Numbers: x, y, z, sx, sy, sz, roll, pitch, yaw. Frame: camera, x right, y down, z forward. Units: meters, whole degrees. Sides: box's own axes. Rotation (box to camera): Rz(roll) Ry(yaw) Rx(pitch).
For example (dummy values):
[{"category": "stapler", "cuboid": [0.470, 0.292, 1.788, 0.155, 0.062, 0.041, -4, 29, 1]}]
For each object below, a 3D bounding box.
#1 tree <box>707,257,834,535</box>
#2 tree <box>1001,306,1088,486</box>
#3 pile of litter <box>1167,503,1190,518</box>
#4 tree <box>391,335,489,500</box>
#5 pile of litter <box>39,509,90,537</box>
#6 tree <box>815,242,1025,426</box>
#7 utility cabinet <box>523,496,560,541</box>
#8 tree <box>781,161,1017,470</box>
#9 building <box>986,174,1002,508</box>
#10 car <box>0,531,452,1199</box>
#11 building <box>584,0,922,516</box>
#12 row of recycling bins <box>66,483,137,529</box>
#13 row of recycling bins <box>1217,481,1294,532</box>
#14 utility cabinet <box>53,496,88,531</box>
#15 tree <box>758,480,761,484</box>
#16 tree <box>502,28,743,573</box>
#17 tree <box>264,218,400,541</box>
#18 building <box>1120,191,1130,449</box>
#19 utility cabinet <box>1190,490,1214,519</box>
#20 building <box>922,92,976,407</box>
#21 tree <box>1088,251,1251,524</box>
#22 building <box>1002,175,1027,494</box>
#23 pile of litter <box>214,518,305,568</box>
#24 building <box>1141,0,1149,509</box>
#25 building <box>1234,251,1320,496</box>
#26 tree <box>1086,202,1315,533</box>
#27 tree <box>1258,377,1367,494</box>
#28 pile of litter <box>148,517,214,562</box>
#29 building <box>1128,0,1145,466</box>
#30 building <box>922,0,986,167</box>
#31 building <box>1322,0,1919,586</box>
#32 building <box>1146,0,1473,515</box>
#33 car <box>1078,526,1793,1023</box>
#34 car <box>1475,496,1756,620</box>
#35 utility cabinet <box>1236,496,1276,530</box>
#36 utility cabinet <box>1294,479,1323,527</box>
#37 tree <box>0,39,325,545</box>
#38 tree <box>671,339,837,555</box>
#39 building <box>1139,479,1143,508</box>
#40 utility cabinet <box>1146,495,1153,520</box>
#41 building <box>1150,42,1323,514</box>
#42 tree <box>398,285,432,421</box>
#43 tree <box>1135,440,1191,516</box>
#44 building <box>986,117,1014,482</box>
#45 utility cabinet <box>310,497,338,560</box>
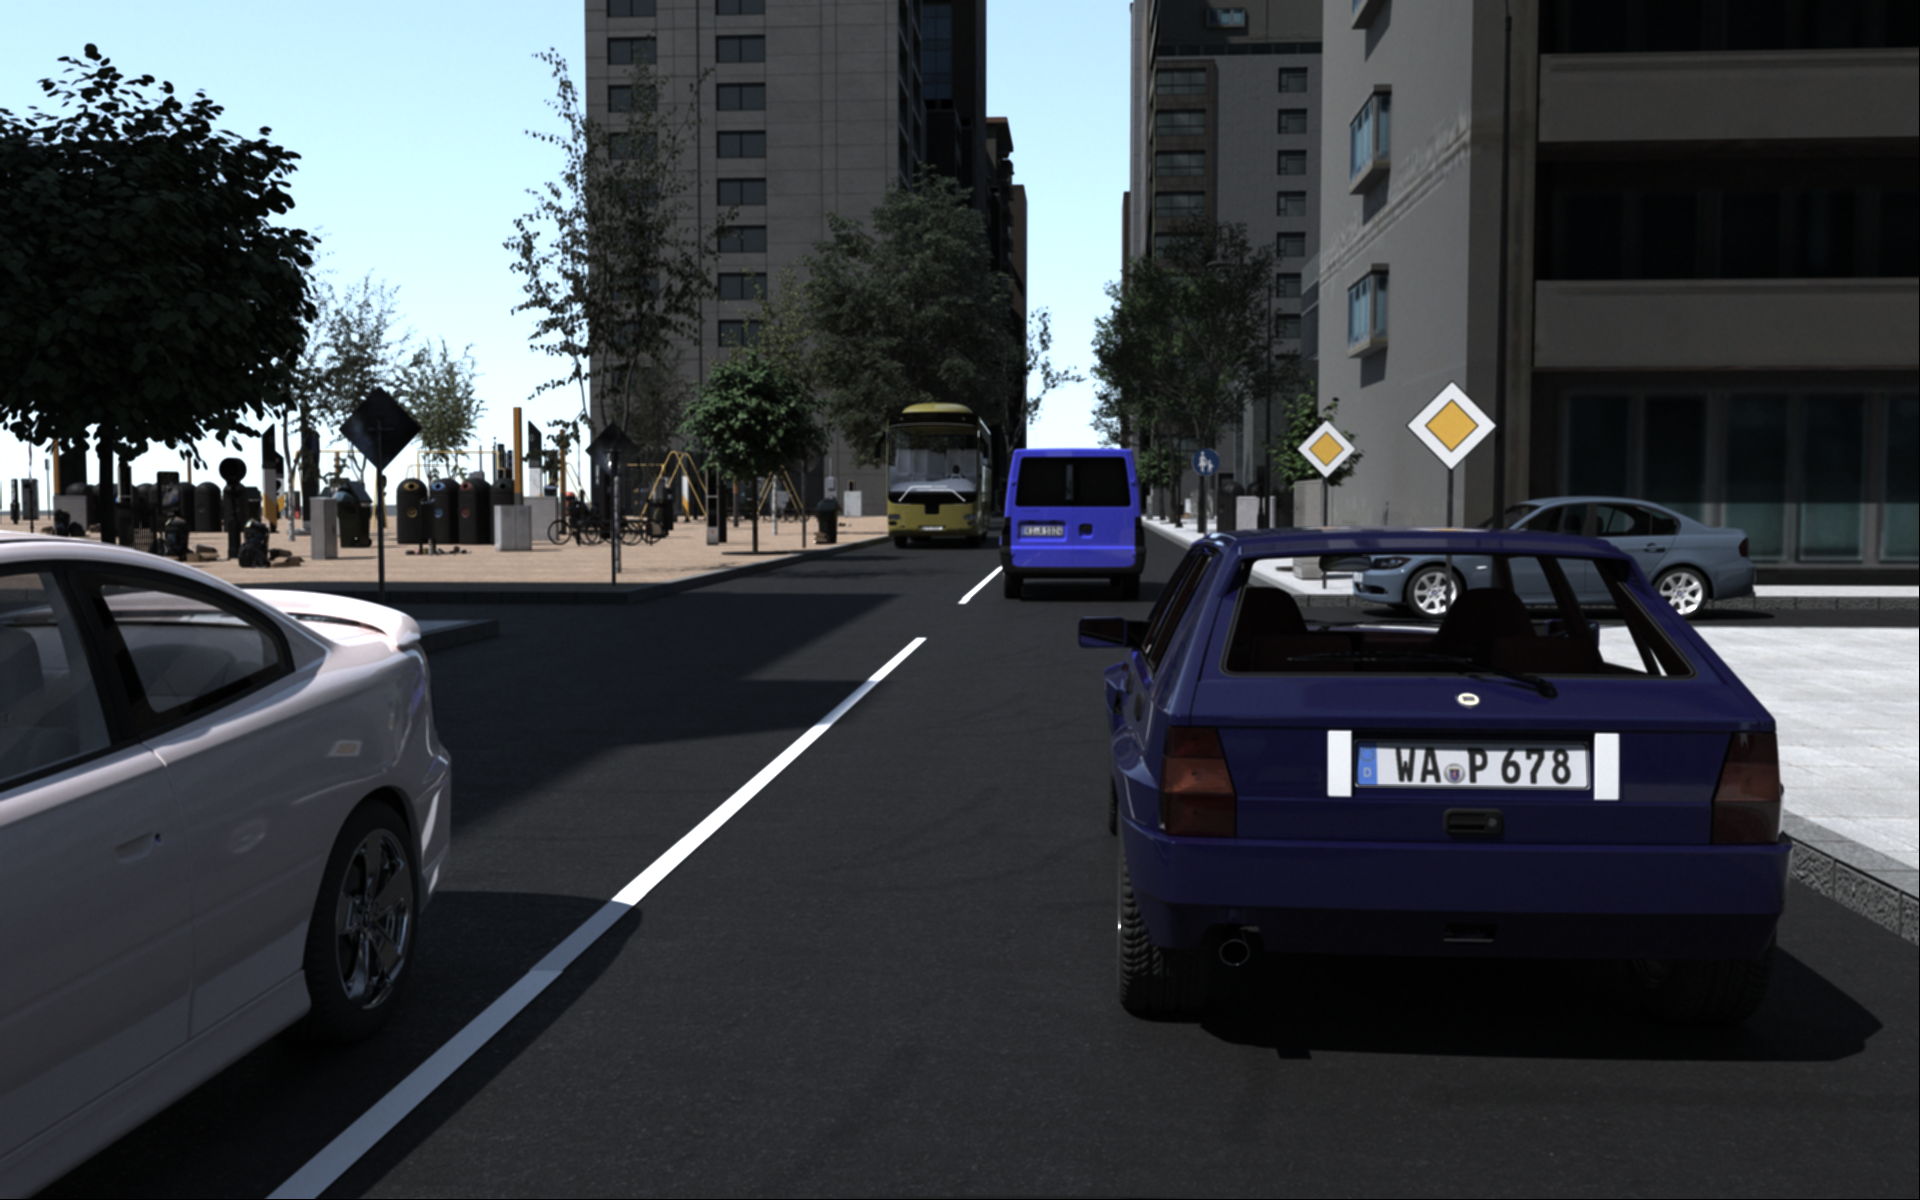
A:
[{"category": "tree", "cuboid": [-5.864, -6.353, 54.230, 4.737, 8.622, 4.395, 0, 3, 0]}, {"category": "tree", "cuboid": [6.209, -19.451, 173.914, 12.611, 20.169, 13.585, 0, 3, 0]}, {"category": "pile of litter", "cuboid": [11.669, -4.727, 91.256, 1.719, 0.858, 1.176, 0, 4, 7]}, {"category": "tree", "cuboid": [-23.528, -7.895, 79.441, 4.737, 8.622, 4.395, 0, 3, 0]}, {"category": "pile of litter", "cuboid": [-26.985, -2.316, 51.825, 1.719, 0.858, 1.176, -2, 4, -29]}, {"category": "tree", "cuboid": [-1.837, -10.446, 81.158, 12.009, 13.543, 11.850, 0, 3, 0]}, {"category": "utility cabinet", "cuboid": [-11.480, -2.210, 47.298, 1.020, 1.237, 0.306, 0, 4, 1]}, {"category": "tree", "cuboid": [-2.222, -9.886, 68.286, 9.857, 13.997, 8.962, 0, 3, 0]}, {"category": "building", "cuboid": [-3.555, -23.498, 155.901, 14.160, 30.474, 14.107, 0, 4, 4]}, {"category": "car", "cuboid": [-2.566, 0.553, 3.313, 2.083, 1.381, 4.827, 0, 4, 5]}, {"category": "building", "cuboid": [-10.797, -41.033, 109.141, 20.563, 71.187, 20.611, 0, 4, 4]}, {"category": "row of recycling bins", "cuboid": [-31.217, -3.480, 64.003, 1.069, 1.692, 3.534, 2, 4, 30]}, {"category": "row of recycling bins", "cuboid": [9.995, -2.965, 55.592, 3.534, 1.692, 1.069, -1, 4, -13]}, {"category": "utility cabinet", "cuboid": [-30.671, -2.970, 59.715, 1.020, 1.237, 0.306, -1, 4, -23]}, {"category": "tree", "cuboid": [-11.192, -8.558, 90.290, 4.360, 8.622, 3.978, 0, 3, 0]}, {"category": "tree", "cuboid": [-5.606, -4.757, 28.147, 4.360, 8.622, 3.978, 0, 3, 0]}, {"category": "tree", "cuboid": [-17.924, -5.901, 46.850, 4.360, 8.622, 3.978, 0, 3, 0]}, {"category": "building", "cuboid": [30.160, -36.611, 248.700, 14.600, 45.320, 14.200, 0, 4, 4]}, {"category": "utility cabinet", "cuboid": [12.345, -4.866, 88.236, 1.173, 1.500, 0.318, 2, 4, 24]}, {"category": "building", "cuboid": [-6.249, -21.757, 127.428, 14.160, 30.474, 14.107, 0, 4, 4]}, {"category": "tree", "cuboid": [9.122, -9.124, 74.932, 9.928, 11.665, 9.643, 0, 3, 0]}, {"category": "building", "cuboid": [2.317, -36.339, 244.248, 14.600, 45.320, 14.200, 0, 4, 4]}, {"category": "pile of litter", "cuboid": [-12.253, -1.032, 30.830, 1.176, 0.858, 1.719, 0, 4, 2]}, {"category": "building", "cuboid": [22.783, -30.570, 149.923, 14.600, 45.320, 14.200, 0, 4, 4]}, {"category": "building", "cuboid": [24.860, -46.632, 75.110, 22.319, 86.520, 31.000, 0, 4, 4]}, {"category": "tree", "cuboid": [7.710, -7.468, 56.515, 8.767, 10.594, 7.601, 3, 5, 41]}, {"category": "tree", "cuboid": [5.796, -2.090, 28.770, 1.663, 3.219, 1.824, 0, 3, 0]}, {"category": "pile of litter", "cuboid": [-14.654, -1.158, 32.901, 1.176, 0.858, 1.719, 3, 5, 40]}, {"category": "building", "cuboid": [29.756, -40.030, 196.493, 21.231, 58.520, 28.212, 0, 4, 4]}, {"category": "building", "cuboid": [-5.150, -30.048, 141.398, 14.600, 45.320, 14.200, 0, 4, 4]}, {"category": "building", "cuboid": [18.093, -24.972, 31.991, 21.600, 48.544, 21.300, 0, 4, 4]}, {"category": "building", "cuboid": [25.392, -31.072, 131.725, 21.300, 48.544, 21.600, 0, 4, 4]}, {"category": "car", "cuboid": [1.386, 0.397, 6.083, 1.945, 1.354, 3.894, 0, 4, 4]}, {"category": "car", "cuboid": [6.938, -0.518, 20.466, 4.499, 1.417, 2.014, 0, 4, 2]}, {"category": "utility cabinet", "cuboid": [8.003, -2.184, 46.875, 1.020, 1.237, 0.306, 2, 4, 24]}, {"category": "utility cabinet", "cuboid": [5.286, -1.084, 26.406, 0.318, 1.500, 1.173, 0, 4, 4]}, {"category": "tree", "cuboid": [-6.250, -1.778, 12.780, 4.285, 4.588, 4.351, 0, 3, 0]}, {"category": "tree", "cuboid": [-4.460, -3.258, 36.983, 4.285, 4.588, 4.351, 0, 3, 0]}, {"category": "building", "cuboid": [24.118, -29.389, 164.105, 14.154, 41.232, 14.086, 0, 4, 4]}, {"category": "utility cabinet", "cuboid": [9.431, -4.587, 86.153, 0.306, 1.237, 1.020, 1, 4, 8]}, {"category": "building", "cuboid": [19.680, -20.986, 114.820, 14.160, 30.474, 14.107, 0, 4, 4]}, {"category": "tree", "cuboid": [-19.728, -6.535, 57.210, 4.360, 8.622, 3.978, 0, 3, 0]}, {"category": "tree", "cuboid": [12.035, -7.303, 103.125, 4.285, 4.588, 4.351, 0, 3, 0]}, {"category": "building", "cuboid": [-5.166, -33.240, 198.099, 22.147, 44.769, 28.867, 0, 4, 4]}, {"category": "utility cabinet", "cuboid": [-12.578, -1.414, 34.278, 0.306, 1.237, 1.020, 0, 4, -7]}]
